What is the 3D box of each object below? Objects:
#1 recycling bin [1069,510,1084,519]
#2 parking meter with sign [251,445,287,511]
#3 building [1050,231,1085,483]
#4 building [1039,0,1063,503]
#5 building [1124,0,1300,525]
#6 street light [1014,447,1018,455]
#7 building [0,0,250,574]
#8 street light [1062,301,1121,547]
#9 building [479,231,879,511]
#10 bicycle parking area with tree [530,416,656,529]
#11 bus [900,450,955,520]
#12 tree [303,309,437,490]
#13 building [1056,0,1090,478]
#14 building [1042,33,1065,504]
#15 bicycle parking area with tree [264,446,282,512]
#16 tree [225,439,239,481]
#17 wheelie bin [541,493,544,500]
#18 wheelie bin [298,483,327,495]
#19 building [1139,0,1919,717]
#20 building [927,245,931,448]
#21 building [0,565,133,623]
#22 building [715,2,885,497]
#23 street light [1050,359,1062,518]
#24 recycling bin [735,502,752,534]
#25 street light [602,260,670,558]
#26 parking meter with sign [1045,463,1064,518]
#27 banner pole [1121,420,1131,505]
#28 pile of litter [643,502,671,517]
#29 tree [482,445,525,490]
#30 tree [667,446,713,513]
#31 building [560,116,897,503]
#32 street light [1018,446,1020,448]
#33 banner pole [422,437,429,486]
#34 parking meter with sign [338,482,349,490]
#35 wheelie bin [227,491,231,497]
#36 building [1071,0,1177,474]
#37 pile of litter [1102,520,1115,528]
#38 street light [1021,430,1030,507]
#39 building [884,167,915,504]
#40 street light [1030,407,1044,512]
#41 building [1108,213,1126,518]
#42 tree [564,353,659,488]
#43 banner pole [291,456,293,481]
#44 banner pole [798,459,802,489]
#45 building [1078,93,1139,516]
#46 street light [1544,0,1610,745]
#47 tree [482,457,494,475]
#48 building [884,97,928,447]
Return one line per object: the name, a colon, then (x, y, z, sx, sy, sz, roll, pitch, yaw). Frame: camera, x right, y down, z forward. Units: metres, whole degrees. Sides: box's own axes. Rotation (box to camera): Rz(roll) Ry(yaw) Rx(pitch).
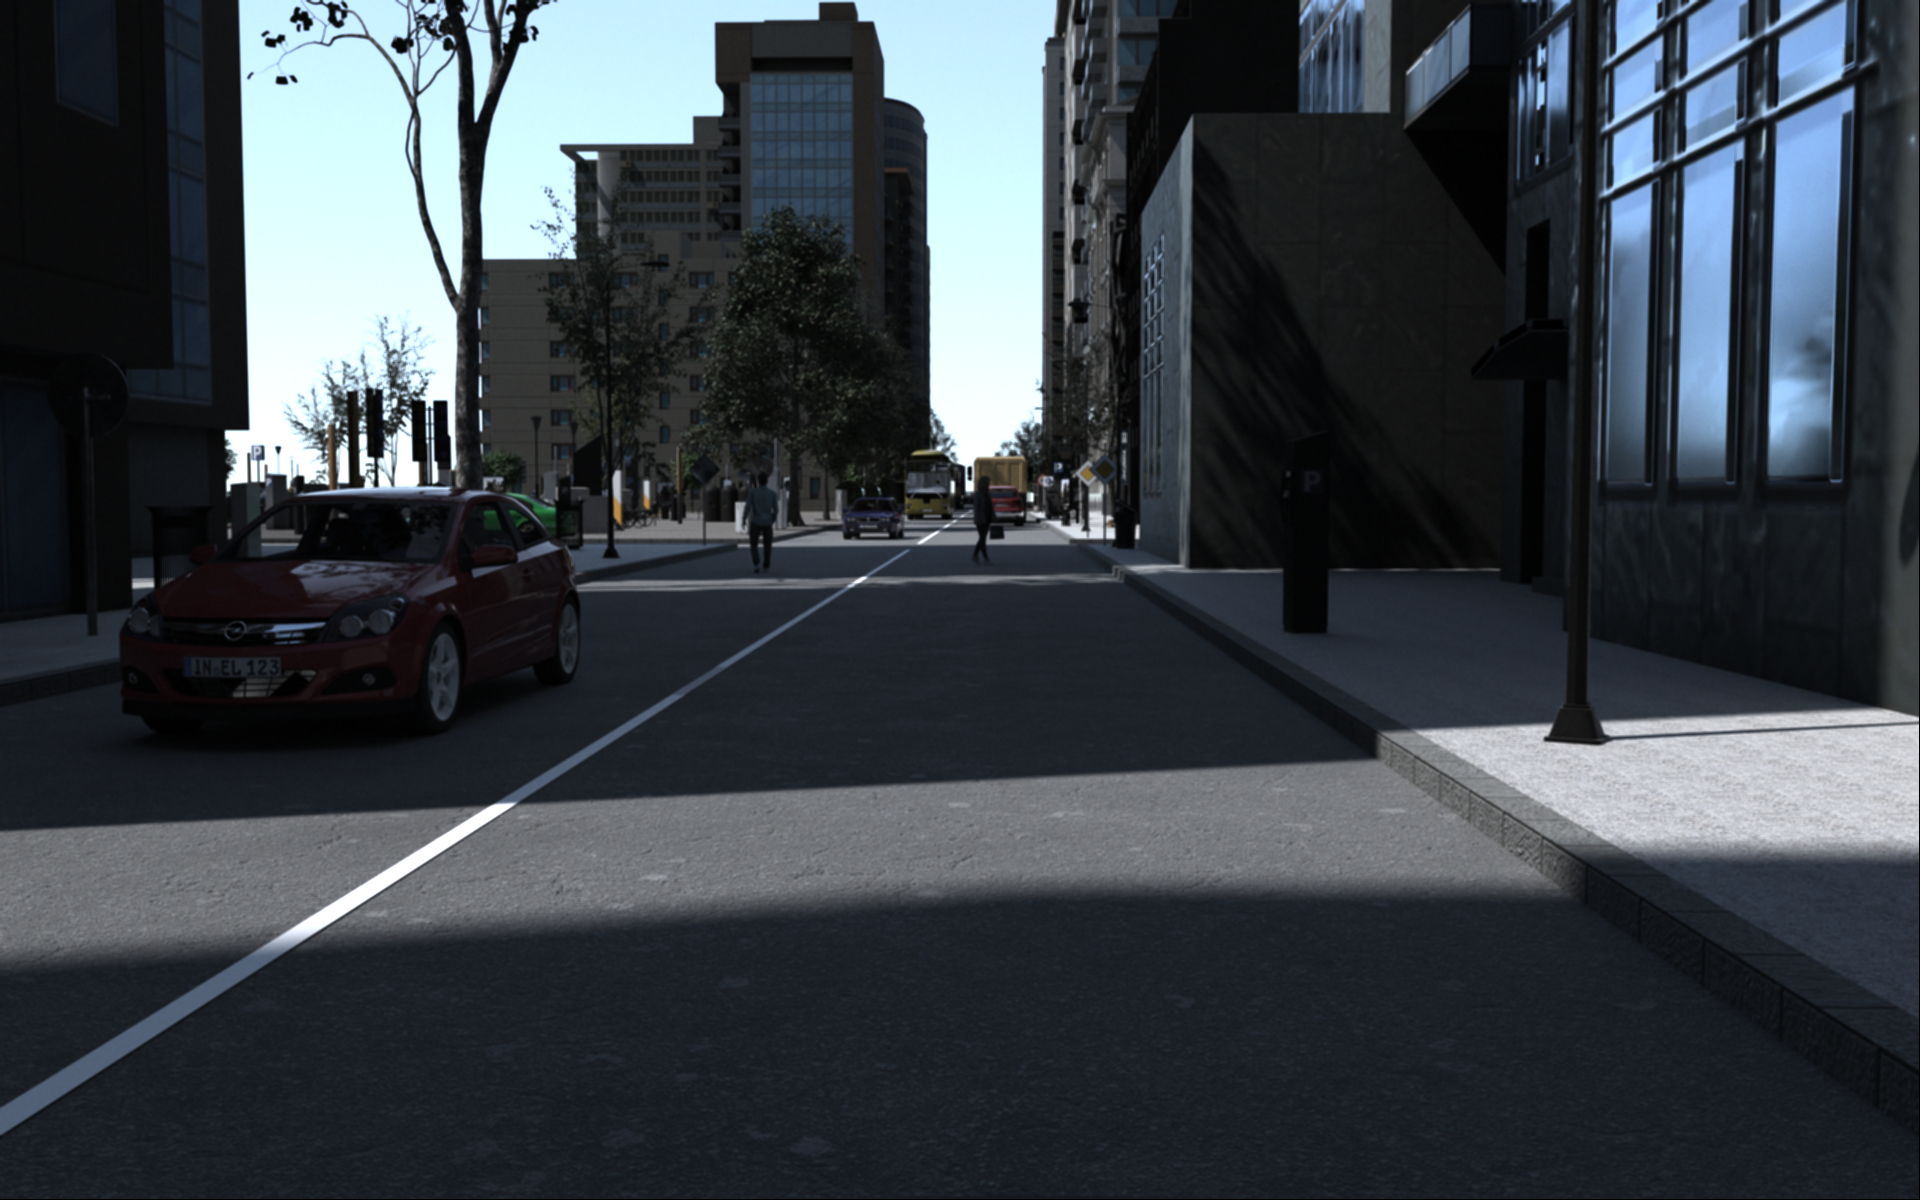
recycling bin: (6.139, -4.748, 90.180, 0.722, 1.027, 0.722, -3, 4, -37)
parking meter with sign: (-24.607, -4.044, 62.388, 0.543, 3.016, 1.738, 2, 4, 25)
building: (16.986, -25.688, 191.704, 14.160, 30.474, 14.107, 0, 4, 1)
building: (21.720, -49.631, 249.717, 20.563, 71.187, 20.611, 0, 4, 1)
building: (13.546, -14.768, 71.142, 12.332, 23.373, 15.834, 0, 4, 1)
street light: (6.203, -11.998, 168.715, 1.470, 5.913, 1.316, 0, 4, 1)
building: (-23.157, -23.286, 30.841, 14.200, 45.320, 14.600, 0, 4, 1)
street light: (3.293, -4.239, 41.844, 1.470, 5.913, 1.316, 0, 4, 1)
building: (-21.420, -18.142, 141.659, 27.650, 21.520, 28.899, 0, 4, 1)
bicycle parking area with tree: (-15.667, -4.868, 66.587, 9.016, 4.147, 8.231, 1, 4, 16)
bus: (-1.694, -6.630, 99.944, 2.896, 3.916, 12.252, 0, 4, 1)
tree: (-22.729, -7.230, 68.580, 4.360, 8.622, 3.978, 0, 3, 0)
building: (24.109, -35.476, 169.271, 28.713, 52.752, 27.495, 0, 4, 1)
building: (21.231, -41.819, 225.743, 21.231, 58.520, 28.212, 0, 4, 1)
bicycle parking area with tree: (-41.298, -6.962, 100.825, 9.016, 4.147, 8.231, 2, 4, 31)
tree: (-35.208, -5.904, 80.244, 4.285, 4.588, 4.351, 0, 3, 0)
wheelie bin: (-29.250, -7.037, 122.956, 0.980, 1.594, 0.693, -1, 4, -17)
wheelie bin: (-19.207, -2.667, 51.506, 0.980, 1.594, 0.693, -2, 4, -26)
building: (14.986, -43.376, 21.865, 22.319, 86.520, 31.000, 0, 4, 1)
building: (-12.001, -36.297, 277.045, 14.154, 41.232, 14.086, 0, 4, 1)
building: (-16.005, -22.108, 11.570, 14.600, 45.320, 14.200, 0, 4, 1)
building: (-14.421, -31.349, 162.670, 14.600, 45.320, 14.200, 0, 4, 1)
street light: (3.810, -5.332, 59.719, 1.470, 5.913, 1.316, 0, 4, 1)
recycling bin: (-6.705, -2.621, 55.401, 0.722, 1.027, 0.722, -3, 5, -41)
street light: (-6.469, -3.796, 34.600, 1.470, 5.913, 1.316, 0, 4, 1)
parking meter with sign: (5.158, -6.058, 95.316, 0.543, 3.016, 1.738, 1, 4, 22)
banner pole: (5.632, -4.200, 58.684, 0.401, 3.779, 0.863, -1, 4, -21)
pile of litter: (-16.896, -5.038, 96.332, 1.719, 0.858, 1.176, 0, 4, -6)
tree: (-31.019, -8.145, 116.886, 4.285, 4.588, 4.351, 0, 3, 0)
tree: (-18.479, -8.270, 118.931, 4.285, 4.588, 4.351, 0, 3, 0)
building: (-23.194, -30.000, 182.373, 32.217, 40.220, 23.993, 0, 4, 1)
street light: (5.474, -9.976, 135.644, 1.470, 5.913, 1.316, 0, 4, 1)
banner pole: (-23.052, -5.198, 75.000, 0.401, 3.779, 0.863, 1, 4, 16)
parking meter with sign: (-40.358, -7.168, 113.453, 1.738, 3.016, 0.543, -3, 5, -40)
wheelie bin: (-49.090, -6.662, 116.826, 0.693, 1.594, 0.980, -3, 4, -37)
building: (21.335, -31.860, 140.516, 23.786, 49.044, 30.456, 0, 4, 1)
pile of litter: (6.145, -3.247, 67.053, 1.719, 0.858, 1.176, -2, 4, -35)
street light: (5.327, -9.381, 125.924, 1.470, 5.913, 1.316, 0, 4, 1)
building: (-17.286, -34.998, 226.841, 22.147, 44.769, 28.867, 0, 4, 1)
street light: (4.650, -7.358, 92.837, 1.470, 5.913, 1.316, 0, 4, 1)
building: (16.380, -13.801, 93.103, 16.820, 18.784, 16.811, 0, 4, 1)
tree: (-17.165, -8.304, 86.125, 4.737, 8.622, 4.395, 0, 3, 0)
banner pole: (-43.764, -7.557, 113.577, 0.401, 3.779, 0.863, -2, 4, -28)
banner pole: (-10.028, -7.158, 107.050, 0.401, 3.779, 0.863, 2, 4, 34)
building: (15.109, -19.914, 112.982, 14.401, 28.519, 23.554, 0, 4, 1)
street light: (2.673, -2.222, 8.866, 1.470, 5.913, 1.316, 0, 4, 1)
tree: (-21.429, -5.067, 77.454, 1.663, 3.219, 1.824, 0, 3, 0)
building: (-15.851, -43.630, 255.346, 21.231, 58.520, 28.212, 0, 4, 1)
